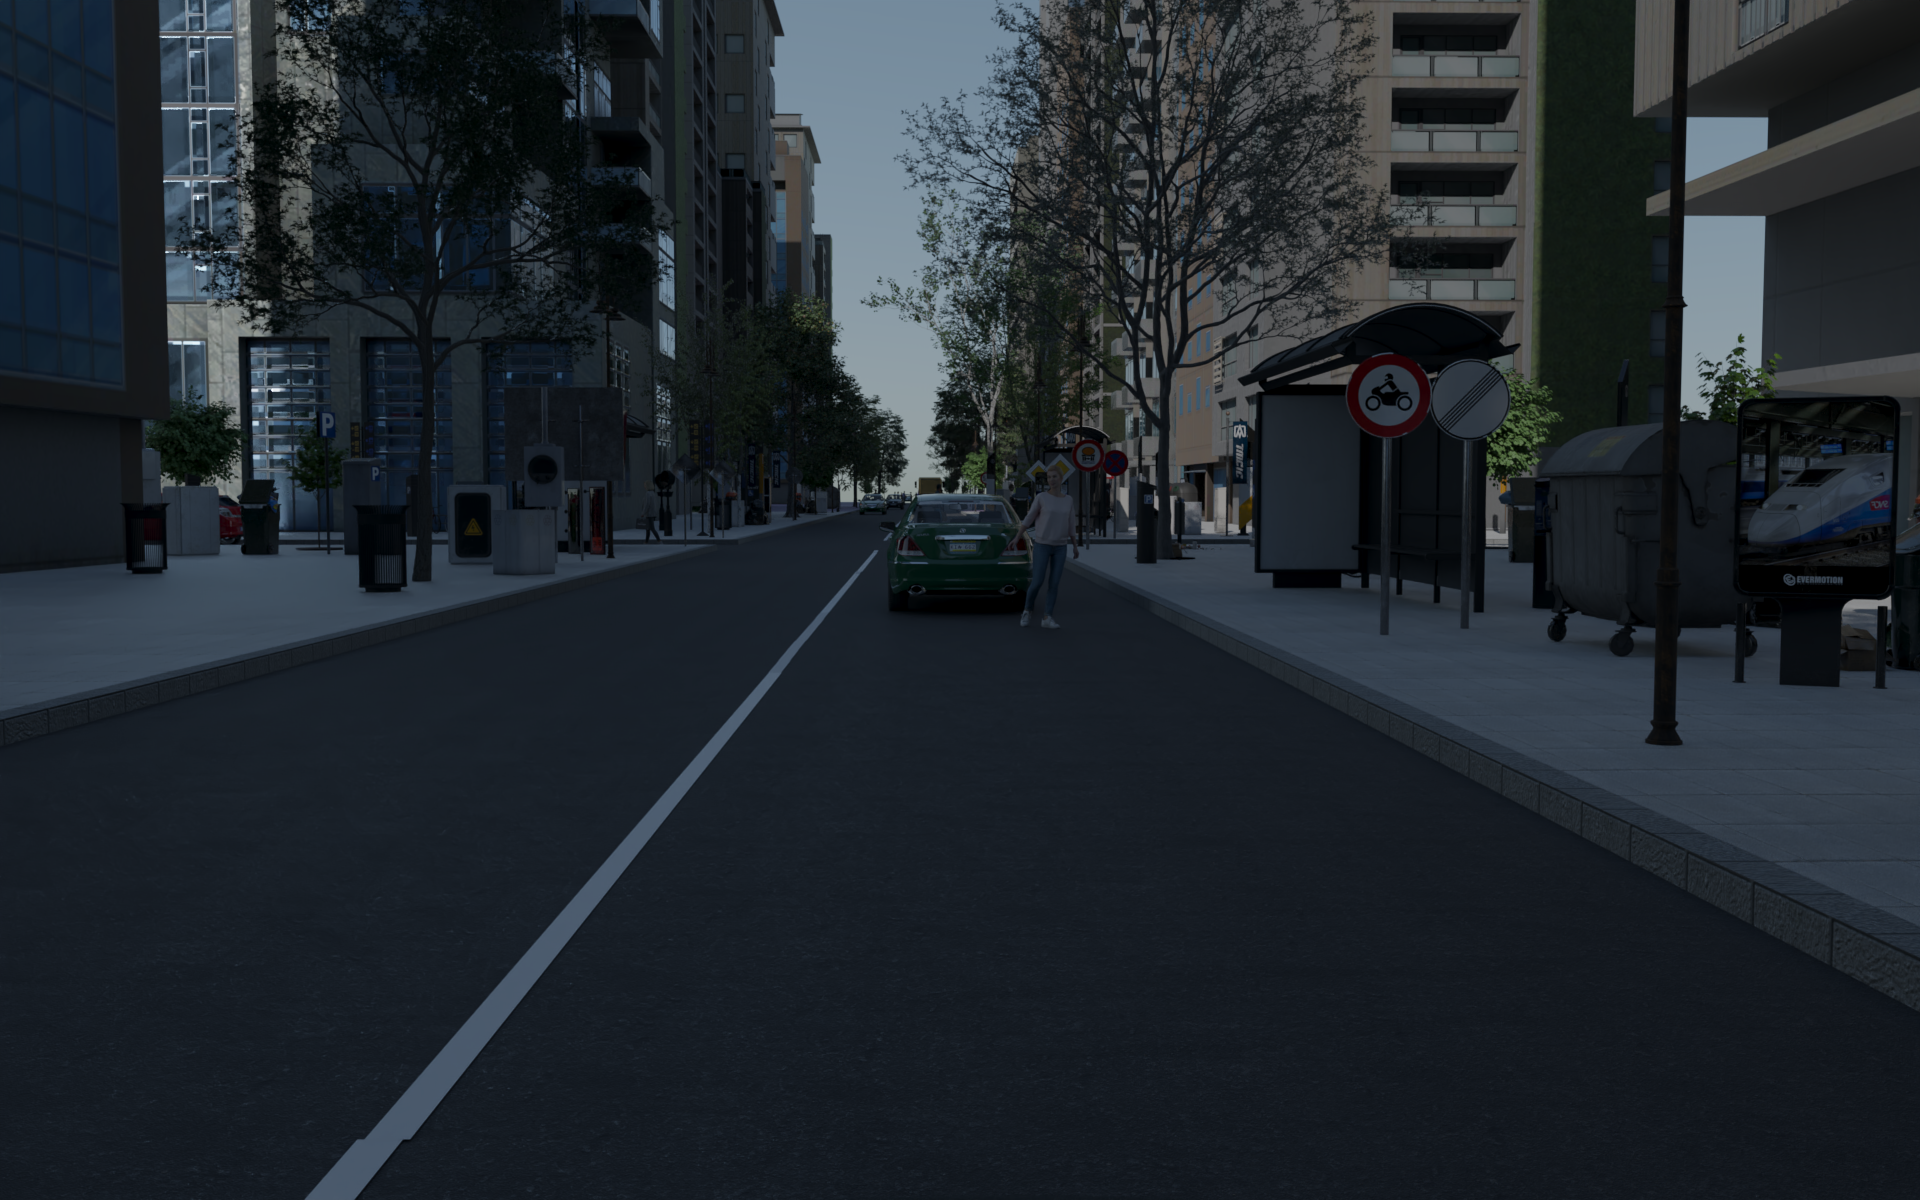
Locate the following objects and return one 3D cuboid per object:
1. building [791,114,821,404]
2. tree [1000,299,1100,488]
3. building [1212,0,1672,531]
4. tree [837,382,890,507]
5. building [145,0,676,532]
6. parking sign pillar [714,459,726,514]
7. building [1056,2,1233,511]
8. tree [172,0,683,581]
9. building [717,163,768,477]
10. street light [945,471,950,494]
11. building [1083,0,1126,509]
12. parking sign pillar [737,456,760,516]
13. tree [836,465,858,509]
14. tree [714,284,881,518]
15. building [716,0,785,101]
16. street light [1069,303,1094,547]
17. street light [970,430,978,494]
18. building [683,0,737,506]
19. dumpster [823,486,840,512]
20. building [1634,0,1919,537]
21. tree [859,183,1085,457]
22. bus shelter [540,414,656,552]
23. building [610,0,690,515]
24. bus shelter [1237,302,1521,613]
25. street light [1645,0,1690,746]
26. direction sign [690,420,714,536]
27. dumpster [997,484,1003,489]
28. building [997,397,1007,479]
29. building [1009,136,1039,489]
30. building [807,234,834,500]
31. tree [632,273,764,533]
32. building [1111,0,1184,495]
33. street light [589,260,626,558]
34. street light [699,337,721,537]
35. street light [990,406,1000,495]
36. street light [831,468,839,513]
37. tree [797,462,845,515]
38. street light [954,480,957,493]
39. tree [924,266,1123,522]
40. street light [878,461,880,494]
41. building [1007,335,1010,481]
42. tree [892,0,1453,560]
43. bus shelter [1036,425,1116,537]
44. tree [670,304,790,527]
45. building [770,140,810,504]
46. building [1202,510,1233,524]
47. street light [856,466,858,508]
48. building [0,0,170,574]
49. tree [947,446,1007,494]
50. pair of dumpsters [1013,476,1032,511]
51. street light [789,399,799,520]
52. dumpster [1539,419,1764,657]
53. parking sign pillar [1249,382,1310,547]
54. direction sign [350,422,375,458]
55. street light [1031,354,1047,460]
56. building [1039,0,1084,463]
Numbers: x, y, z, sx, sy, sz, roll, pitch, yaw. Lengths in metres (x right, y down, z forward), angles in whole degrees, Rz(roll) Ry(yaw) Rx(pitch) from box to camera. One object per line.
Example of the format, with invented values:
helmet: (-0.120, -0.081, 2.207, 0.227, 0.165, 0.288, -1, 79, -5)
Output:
building: (-34.448, -40.023, 243.609, 28.713, 52.752, 27.495, 0, 4, -1)
tree: (3.279, -7.078, 66.091, 4.737, 8.622, 4.395, 0, 3, 0)
building: (17.616, -23.334, 65.100, 14.086, 41.232, 14.154, 0, 4, -1)
tree: (-10.843, -15.759, 175.782, 7.486, 12.596, 7.792, 0, 3, 0)
building: (-23.401, -46.359, 70.645, 22.319, 86.520, 31.000, 0, 4, -1)
parking sign pillar: (-14.924, -7.335, 108.395, 1.447, 3.967, 1.447, 1, 4, 9)
building: (16.236, -31.073, 158.159, 14.600, 45.320, 14.200, 0, 4, -1)
tree: (-7.608, -5.560, 25.316, 7.601, 10.594, 8.767, -2, 4, -28)
building: (-24.681, -23.326, 153.088, 14.160, 30.474, 14.107, 0, 4, -1)
street light: (-2.241, -19.057, 284.373, 0.468, 5.910, 1.993, 0, 4, -1)
building: (18.936, -42.885, 139.425, 20.563, 71.187, 20.611, 0, 4, -1)
parking sign pillar: (-12.337, -6.898, 101.261, 1.447, 3.967, 1.447, -2, 4, -32)
tree: (-11.204, -14.259, 183.488, 4.737, 8.622, 4.395, 0, 3, 0)
tree: (-9.135, -10.870, 94.729, 9.611, 12.733, 9.660, 0, 3, 0)
building: (-32.689, -35.705, 173.009, 28.713, 52.752, 27.495, 0, 4, -1)
street light: (2.942, -4.242, 42.138, 0.468, 5.910, 1.993, 0, 4, -1)
street light: (1.121, -9.330, 125.333, 0.468, 5.910, 1.993, 0, 4, -1)
building: (-27.438, -42.560, 134.102, 20.563, 71.187, 20.611, 0, 4, -1)
dumpster: (-9.177, -7.175, 123.077, 1.264, 1.857, 1.865, 0, 4, -1)
building: (26.835, -26.356, 20.160, 28.713, 52.752, 27.495, 0, 4, -1)
tree: (0.586, -15.342, 106.738, 12.611, 20.169, 13.585, 0, 3, 0)
bus shelter: (-8.534, -2.852, 40.556, 2.014, 3.302, 5.546, 0, 4, -1)
building: (-24.111, -25.621, 102.505, 14.154, 41.232, 14.086, 0, 4, -1)
bus shelter: (4.857, -1.660, 21.073, 2.014, 3.302, 5.546, 0, 4, -1)
street light: (3.621, -2.198, 8.731, 0.468, 5.910, 1.993, 0, 4, -1)
direction sign: (-7.884, -3.729, 52.967, 0.876, 3.537, 0.379, 2, 4, 26)
dumpster: (2.872, -7.411, 123.671, 1.502, 2.255, 1.985, 0, 4, -1)
building: (20.186, -26.087, 271.559, 27.650, 21.520, 28.899, 0, 4, -1)
building: (17.766, -37.094, 230.191, 21.300, 48.544, 21.600, 0, 4, -1)
building: (-26.808, -35.552, 264.875, 14.154, 41.232, 14.086, 0, 4, -1)
tree: (-8.489, -6.515, 56.877, 4.360, 8.622, 3.978, 0, 3, 0)
building: (21.641, -30.008, 110.236, 23.786, 49.044, 30.456, 0, 4, -1)
street light: (-6.983, -3.771, 34.449, 0.468, 5.910, 1.993, 0, 4, -1)
street light: (-7.351, -4.794, 51.163, 0.468, 5.910, 1.993, 0, 4, -1)
street light: (1.856, -7.245, 91.242, 0.468, 5.910, 1.993, 0, 4, -1)
street light: (-8.759, -8.932, 118.821, 0.468, 5.910, 1.993, 0, 4, -1)
tree: (-8.836, -7.538, 106.957, 4.285, 4.588, 4.351, 0, 3, 0)
street light: (-0.707, -14.893, 216.280, 0.468, 5.910, 1.993, 0, 4, -1)
tree: (3.143, -9.218, 76.469, 9.928, 11.665, 9.643, 0, 3, 0)
street light: (-11.353, -16.588, 244.005, 0.468, 5.910, 1.993, 0, 4, -1)
building: (13.680, -29.214, 249.350, 14.160, 30.474, 14.107, 0, 4, -1)
tree: (3.898, -7.535, 33.564, 12.009, 13.543, 11.850, 0, 3, 0)
bus shelter: (3.515, -3.648, 53.561, 2.014, 3.302, 5.546, 0, 4, -1)
tree: (-8.743, -7.103, 66.493, 4.737, 8.622, 4.395, 0, 3, 0)
building: (-26.806, -35.050, 223.182, 14.600, 45.320, 14.200, 0, 4, -1)
building: (18.024, -26.293, 79.997, 14.600, 45.320, 14.200, 0, 4, -1)
street light: (-9.605, -11.513, 161.026, 0.468, 5.910, 1.993, 0, 4, -1)
building: (-22.101, -22.927, 24.970, 14.200, 45.320, 14.600, 0, 4, -1)
tree: (1.660, -8.169, 117.275, 4.285, 4.588, 4.351, 0, 3, 0)
pair of dumpsters: (3.848, -5.717, 95.959, 1.574, 2.255, 4.437, 0, 4, -1)
street light: (-8.059, -6.837, 84.569, 0.468, 5.910, 1.993, 0, 4, -1)
dumpster: (5.711, -0.523, 14.308, 1.264, 1.857, 1.865, 0, 4, -1)
parking sign pillar: (7.778, -3.277, 42.045, 1.447, 3.967, 1.447, 0, 3, 0)
direction sign: (-18.794, -3.825, 54.537, 0.876, 3.537, 0.379, 1, 4, 19)
street light: (2.601, -5.166, 57.259, 0.468, 5.910, 1.993, 0, 4, -1)
building: (18.636, -38.972, 179.192, 21.231, 58.520, 28.212, 0, 4, -1)
